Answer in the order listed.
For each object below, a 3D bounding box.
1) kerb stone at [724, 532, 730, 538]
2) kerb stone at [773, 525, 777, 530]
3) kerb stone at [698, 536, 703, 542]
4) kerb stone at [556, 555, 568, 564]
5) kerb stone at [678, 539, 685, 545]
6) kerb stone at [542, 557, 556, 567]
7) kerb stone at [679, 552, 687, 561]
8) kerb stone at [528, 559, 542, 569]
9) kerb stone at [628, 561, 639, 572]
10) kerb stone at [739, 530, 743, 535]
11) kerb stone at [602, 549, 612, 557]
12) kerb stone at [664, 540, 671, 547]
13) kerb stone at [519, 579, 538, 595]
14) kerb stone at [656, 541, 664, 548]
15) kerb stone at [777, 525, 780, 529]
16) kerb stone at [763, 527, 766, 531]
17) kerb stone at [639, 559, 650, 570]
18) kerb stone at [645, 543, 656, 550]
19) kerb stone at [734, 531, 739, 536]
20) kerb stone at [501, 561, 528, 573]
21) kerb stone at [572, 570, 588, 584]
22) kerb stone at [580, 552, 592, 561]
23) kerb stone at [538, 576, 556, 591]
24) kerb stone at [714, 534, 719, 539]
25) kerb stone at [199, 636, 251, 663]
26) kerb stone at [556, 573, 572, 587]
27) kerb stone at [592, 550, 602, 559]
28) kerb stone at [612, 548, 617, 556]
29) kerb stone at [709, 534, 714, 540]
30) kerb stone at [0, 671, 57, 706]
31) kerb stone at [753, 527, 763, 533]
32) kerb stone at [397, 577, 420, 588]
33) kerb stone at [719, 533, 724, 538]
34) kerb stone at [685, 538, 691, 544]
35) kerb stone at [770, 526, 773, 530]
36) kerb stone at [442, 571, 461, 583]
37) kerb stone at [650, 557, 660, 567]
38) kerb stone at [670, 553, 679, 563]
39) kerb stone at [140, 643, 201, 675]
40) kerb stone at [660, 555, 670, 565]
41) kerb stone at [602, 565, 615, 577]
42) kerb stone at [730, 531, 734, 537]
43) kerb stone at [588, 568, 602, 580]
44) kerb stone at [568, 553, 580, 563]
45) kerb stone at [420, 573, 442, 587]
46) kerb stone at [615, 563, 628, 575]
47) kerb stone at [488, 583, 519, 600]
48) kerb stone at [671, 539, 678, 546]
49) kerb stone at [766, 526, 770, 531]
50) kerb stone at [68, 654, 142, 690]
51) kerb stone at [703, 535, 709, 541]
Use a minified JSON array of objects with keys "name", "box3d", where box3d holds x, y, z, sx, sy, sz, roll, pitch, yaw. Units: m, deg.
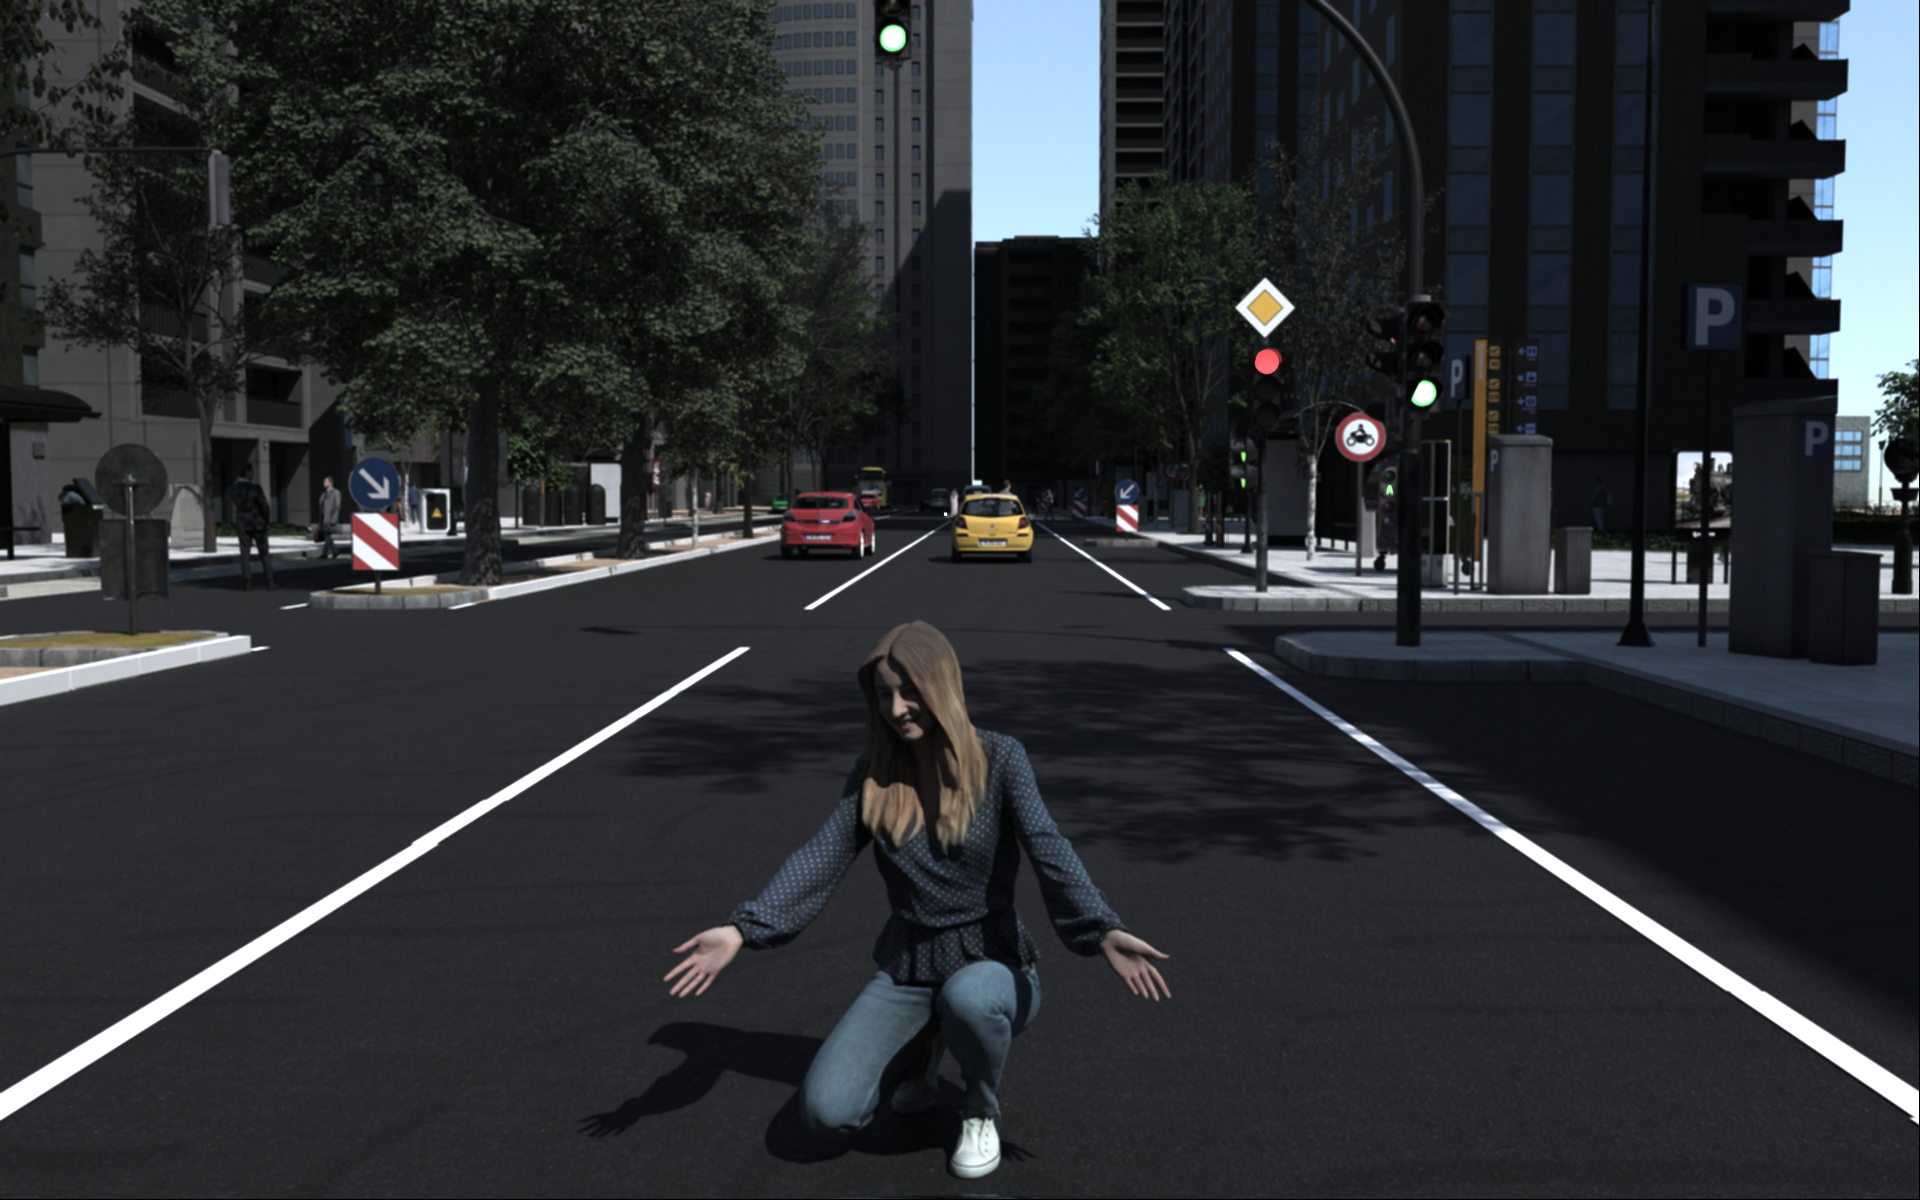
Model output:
[{"name":"kerb stone","box3d":[-7.772,-2.112,56.749,0.120,0.150,1.000,0,4,1]},{"name":"kerb stone","box3d":[-7.537,-2.867,69.072,0.120,0.150,1.000,0,4,1]},{"name":"kerb stone","box3d":[-7.880,-1.800,51.630,0.120,0.150,1.000,0,4,1]},{"name":"kerb stone","box3d":[-8.206,-0.792,35.226,0.120,0.150,1.000,0,4,1]},{"name":"kerb stone","box3d":[-7.938,-1.612,48.554,0.120,0.150,1.000,0,4,1]},{"name":"kerb stone","box3d":[-8.217,-0.731,34.204,0.120,0.150,1.000,0,4,1]},{"name":"kerb stone","box3d":[-6.063,-0.920,37.239,0.120,0.150,1.000,0,4,1]},{"name":"kerb stone","box3d":[-8.244,-0.666,33.182,0.120,0.150,1.000,0,4,1]},{"name":"kerb stone","box3d":[-6.161,-0.607,32.119,0.120,0.150,1.000,0,4,1]},{"name":"kerb stone","box3d":[-7.713,-2.300,59.836,0.120,0.150,1.000,0,4,1]},{"name":"kerb stone","box3d":[-8.120,-1.047,39.322,0.120,0.150,1.000,0,4,1]},{"name":"kerb stone","box3d":[-7.982,-1.485,46.507,0.120,0.150,1.000,0,4,1]},{"name":"kerb stone","box3d":[-6.307,-0.167,24.949,0.120,0.150,1.000,0,4,1]},{"name":"kerb stone","box3d":[-8.000,-1.424,45.483,0.120,0.150,1.000,0,4,1]},{"name":"kerb stone","box3d":[-7.512,-2.930,70.106,0.120,0.150,1.000,0,4,1]},{"name":"kerb stone","box3d":[-7.602,-2.679,65.995,0.120,0.150,1.000,0,4,1]},{"name":"kerb stone","box3d":[-6.142,-0.669,33.142,0.120,0.150,1.000,0,4,1]},{"name":"kerb stone","box3d":[-8.025,-1.359,44.452,0.120,0.150,1.000,0,4,1]},{"name":"kerb stone","box3d":[-7.740,-2.240,58.814,0.120,0.150,1.000,0,4,1]},{"name":"kerb stone","box3d":[-8.266,-0.605,32.160,0.120,0.150,1.000,0,4,1]},{"name":"kerb stone","box3d":[-6.239,-0.356,28.023,0.120,0.150,1.000,0,4,1]},{"name":"kerb stone","box3d":[-8.156,-0.922,37.273,0.120,0.150,1.000,0,4,1]},{"name":"kerb stone","box3d":[-6.284,-0.231,25.970,0.120,0.150,1.000,0,4,1]},{"name":"kerb stone","box3d":[-7.816,-1.988,54.702,0.120,0.150,1.000,0,4,1]},{"name":"kerb stone","box3d":[-6.491,0.429,15.181,0.120,0.150,1.000,0,4,1]},{"name":"kerb stone","box3d":[-6.268,-0.294,27.001,0.120,0.150,1.000,0,4,1]},{"name":"kerb stone","box3d":[-8.138,-0.984,38.295,0.120,0.150,1.000,0,4,1]},{"name":"kerb stone","box3d":[-8.096,-1.110,40.344,0.120,0.150,1.000,0,4,1]},{"name":"kerb stone","box3d":[-7.842,-1.925,53.674,0.120,0.150,1.000,0,4,1]},{"name":"kerb stone","box3d":[-6.550,0.617,12.106,0.120,0.150,1.000,0,4,1]},{"name":"kerb stone","box3d":[-7.618,-2.615,64.956,0.120,0.150,1.000,0,4,1]},{"name":"kerb stone","box3d":[-8.382,-0.234,26.018,0.120,0.150,1.000,0,4,1]},{"name":"kerb stone","box3d":[-7.800,-2.046,55.727,0.120,0.150,1.000,0,4,1]},{"name":"kerb stone","box3d":[-7.910,-1.672,49.584,0.120,0.150,1.000,0,4,1]},{"name":"kerb stone","box3d":[-7.551,-2.805,68.050,0.120,0.150,1.000,0,4,1]},{"name":"kerb stone","box3d":[-8.339,-0.355,28.065,0.120,0.150,1.000,0,4,1]},{"name":"kerb stone","box3d":[-6.115,-0.732,34.167,0.120,0.150,1.000,0,4,1]},{"name":"kerb stone","box3d":[-6.075,-0.855,36.212,0.120,0.150,1.000,0,4,1]},{"name":"kerb stone","box3d":[-6.516,0.492,14.159,0.120,0.150,1.000,0,4,1]},{"name":"kerb stone","box3d":[-6.101,-0.795,35.189,0.120,0.150,1.000,0,4,1]},{"name":"kerb stone","box3d":[-6.202,-0.482,30.074,0.120,0.150,1.000,0,4,1]},{"name":"kerb stone","box3d":[-7.753,-2.172,57.780,0.120,0.150,1.000,0,4,1]},{"name":"kerb stone","box3d":[-6.220,-0.414,29.052,0.120,0.150,1.000,0,4,1]},{"name":"kerb stone","box3d":[-8.184,-0.856,36.248,0.120,0.150,1.000,0,4,1]},{"name":"kerb stone","box3d":[-8.356,-0.294,27.043,0.120,0.150,1.000,0,4,1]},{"name":"kerb stone","box3d":[-6.177,-0.544,31.095,0.120,0.150,1.000,0,4,1]},{"name":"kerb stone","box3d":[-6.319,-0.105,23.920,0.120,0.150,1.000,0,4,1]},{"name":"kerb stone","box3d":[-7.954,-1.549,47.529,0.120,0.150,1.000,0,4,1]},{"name":"kerb stone","box3d":[-7.577,-2.742,67.026,0.120,0.150,1.000,0,4,1]},{"name":"kerb stone","box3d":[-6.533,0.554,13.137,0.120,0.150,1.000,0,4,1]},{"name":"kerb stone","box3d":[-7.855,-1.862,52.652,0.120,0.150,1.000,0,4,1]}]
